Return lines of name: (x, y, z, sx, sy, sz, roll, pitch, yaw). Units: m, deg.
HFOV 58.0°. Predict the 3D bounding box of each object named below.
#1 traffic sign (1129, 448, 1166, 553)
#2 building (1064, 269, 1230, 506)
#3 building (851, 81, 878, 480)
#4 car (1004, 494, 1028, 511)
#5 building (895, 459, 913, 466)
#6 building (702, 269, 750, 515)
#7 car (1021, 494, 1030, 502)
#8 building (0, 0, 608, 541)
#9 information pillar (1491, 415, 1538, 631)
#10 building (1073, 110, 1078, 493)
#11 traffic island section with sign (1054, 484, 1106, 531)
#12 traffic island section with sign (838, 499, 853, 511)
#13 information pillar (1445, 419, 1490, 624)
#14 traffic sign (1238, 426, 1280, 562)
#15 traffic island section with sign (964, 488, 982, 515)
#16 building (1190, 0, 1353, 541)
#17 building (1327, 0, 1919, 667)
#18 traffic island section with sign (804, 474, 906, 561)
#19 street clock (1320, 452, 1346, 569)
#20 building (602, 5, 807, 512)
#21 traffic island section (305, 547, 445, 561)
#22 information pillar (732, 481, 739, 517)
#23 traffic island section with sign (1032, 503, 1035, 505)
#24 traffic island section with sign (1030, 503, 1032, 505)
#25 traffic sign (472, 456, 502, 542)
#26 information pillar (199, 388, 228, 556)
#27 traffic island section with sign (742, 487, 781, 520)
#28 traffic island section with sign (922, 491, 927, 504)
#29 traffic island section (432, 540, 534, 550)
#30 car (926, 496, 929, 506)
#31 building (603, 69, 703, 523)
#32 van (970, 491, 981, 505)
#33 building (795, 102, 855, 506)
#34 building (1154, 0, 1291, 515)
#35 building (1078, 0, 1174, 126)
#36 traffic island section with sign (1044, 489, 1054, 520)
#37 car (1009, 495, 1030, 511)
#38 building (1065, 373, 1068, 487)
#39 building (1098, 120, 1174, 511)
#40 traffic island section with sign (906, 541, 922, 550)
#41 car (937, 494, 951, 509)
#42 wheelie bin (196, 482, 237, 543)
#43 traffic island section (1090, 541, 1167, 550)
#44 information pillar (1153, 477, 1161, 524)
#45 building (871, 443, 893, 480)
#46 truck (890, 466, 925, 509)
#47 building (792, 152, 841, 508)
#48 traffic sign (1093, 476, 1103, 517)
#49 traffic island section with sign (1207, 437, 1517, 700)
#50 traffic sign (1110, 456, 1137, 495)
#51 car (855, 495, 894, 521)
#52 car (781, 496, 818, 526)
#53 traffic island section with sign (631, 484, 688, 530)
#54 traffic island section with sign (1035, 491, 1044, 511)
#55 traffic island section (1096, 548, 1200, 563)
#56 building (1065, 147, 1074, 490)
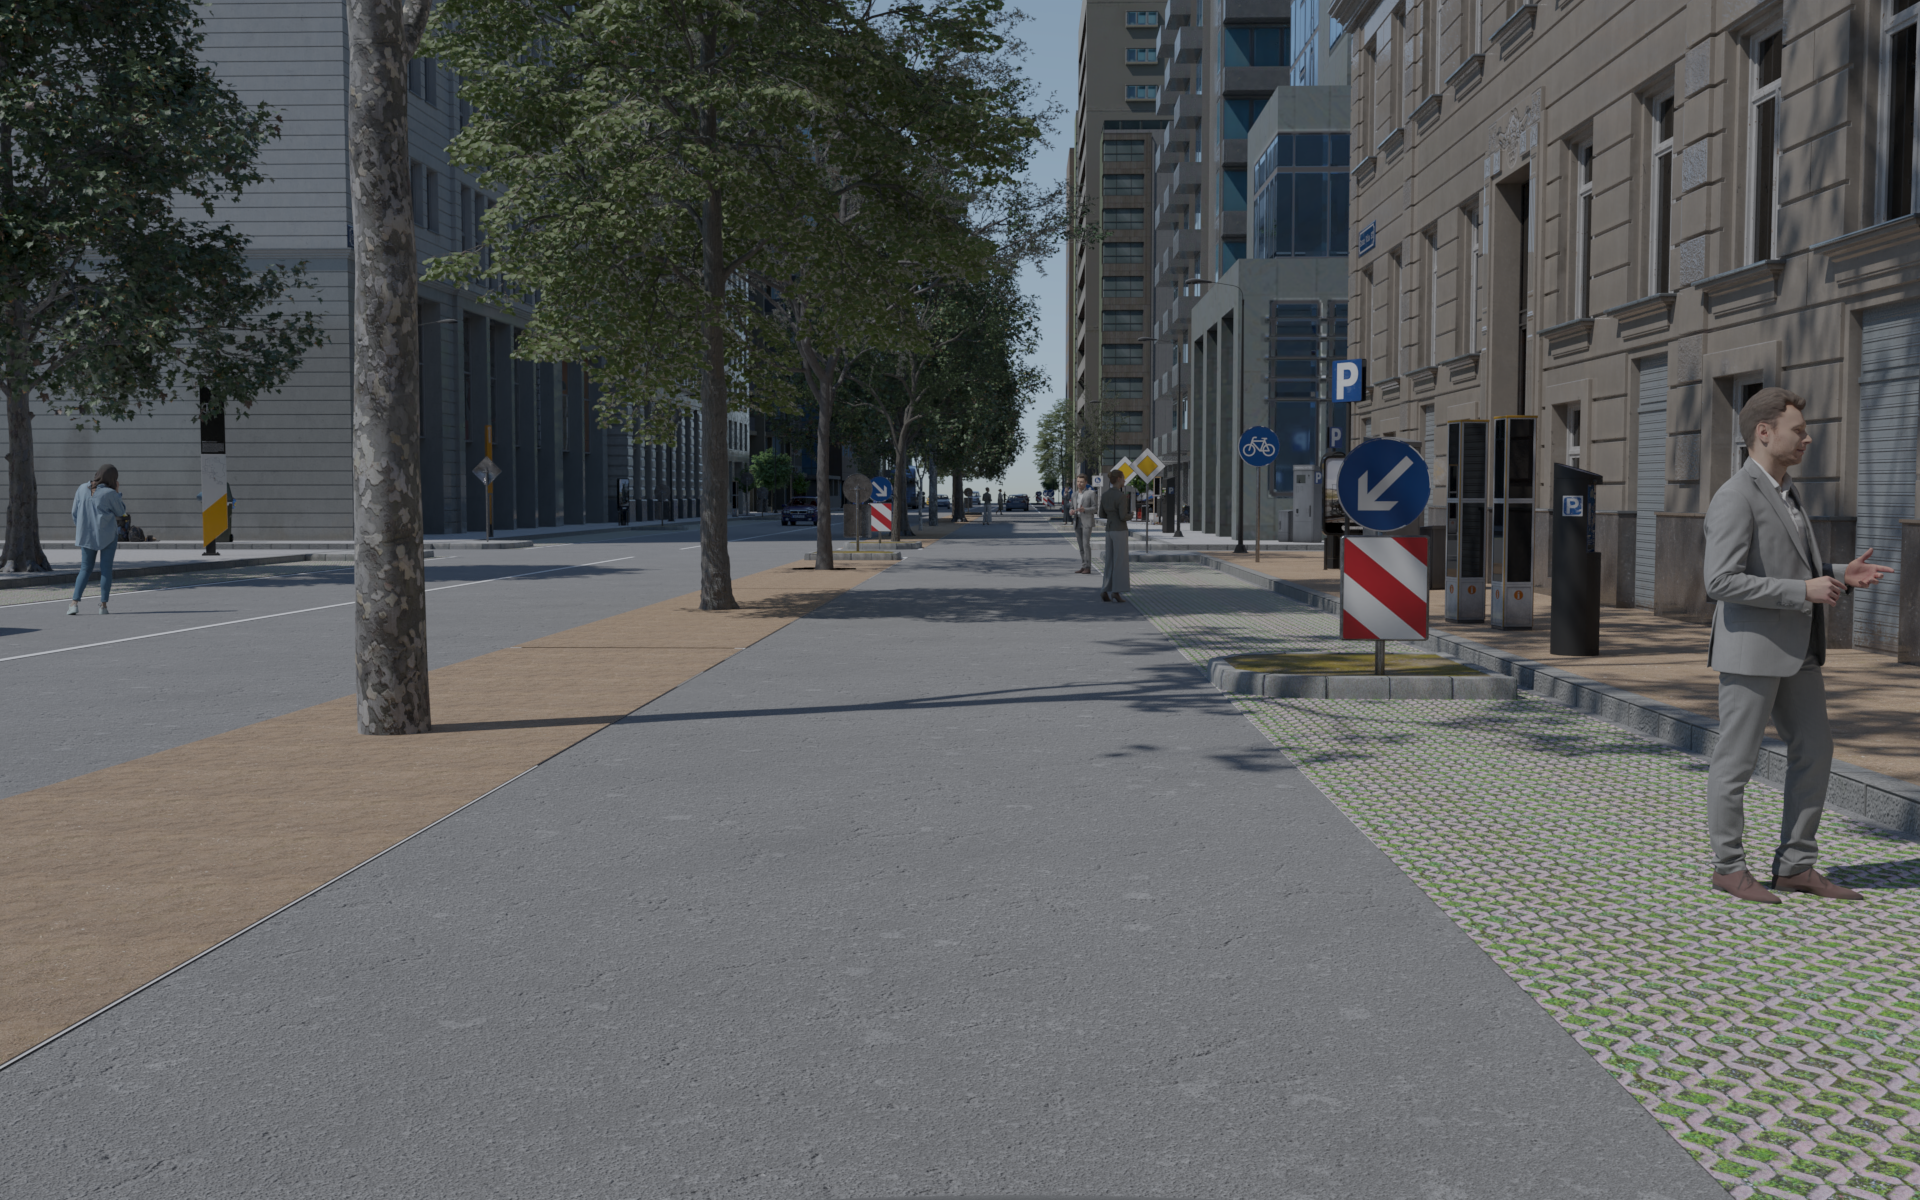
traffic sign: (4.056, -2.074, 37.557, 0.795, 2.450, 0.064, 0, 4, 2)
building: (27.331, -58.087, 262.397, 22.319, 86.520, 31.000, 0, 4, 2)
building: (-24.130, -38.577, 219.969, 28.713, 52.752, 27.495, 0, 4, 2)
car: (4.714, -8.123, 144.819, 2.014, 1.417, 4.499, 0, 4, 3)
building: (-14.864, -36.007, 272.315, 14.154, 41.232, 14.086, 0, 4, 2)
building: (-19.272, -15.296, 104.835, 10.420, 20.320, 16.860, 0, 4, 2)
car: (8.043, -13.137, 223.823, 2.155, 1.783, 4.494, 0, 4, 1)
building: (-21.484, -17.365, 61.405, 11.434, 29.767, 29.804, 0, 4, 2)
information pillar: (5.220, -0.724, 16.330, 0.304, 2.012, 0.304, 0, 4, -5)
building: (19.287, -30.821, 187.518, 14.154, 41.232, 14.086, 0, 4, 2)
traffic island section with sign: (4.802, -3.619, 67.798, 1.989, 1.847, 2.006, 0, 4, 2)
traffic island section with sign: (-9.171, -8.388, 145.771, 1.989, 1.847, 2.006, 0, 4, 2)
information pillar: (5.037, -0.779, 17.222, 0.304, 2.012, 0.304, -1, 4, -10)
traffic sign: (5.586, -1.978, 32.440, 0.768, 2.556, 0.104, 0, 4, 5)
traffic island section with sign: (0.551, -6.878, 120.589, 2.006, 1.907, 1.989, 0, 4, 2)
building: (23.492, -45.448, 55.747, 31.000, 86.520, 22.319, 0, 4, 2)
building: (13.136, -13.798, 22.856, 12.463, 27.353, 25.104, 0, 4, 2)
traffic island section with sign: (-2.315, -1.832, 38.093, 2.006, 1.907, 1.989, 0, 4, 2)
street clock: (6.402, -1.533, 29.635, 0.471, 2.002, 0.358, -2, 4, -29)
building: (-24.084, -29.459, 136.274, 22.147, 44.769, 28.867, 0, 4, 2)
traffic island section: (-12.901, -0.975, 38.226, 2.009, 0.180, 2.903, 0, 4, 2)
information pillar: (-12.664, -5.690, 97.525, 0.304, 2.012, 0.304, 1, 4, 9)
traffic island section with sign: (8.429, -10.005, 172.210, 1.989, 1.847, 2.006, 0, 4, 2)
traffic island section with sign: (10.358, -13.404, 227.783, 1.989, 1.847, 2.006, 0, 4, 2)
traffic sign: (-12.600, -2.599, 46.143, 0.795, 2.450, 0.064, 0, 4, 2)
information pillar: (-15.520, -2.730, 35.987, 0.504, 3.616, 0.183, -1, 4, -18)
traffic island section with sign: (-10.915, -5.319, 95.592, 1.989, 1.847, 2.006, 0, 4, 2)
traffic island section with sign: (-5.368, -15.082, 255.214, 1.989, 1.847, 2.006, 0, 4, 2)
traffic island section: (-12.624, -1.463, 46.206, 2.009, 0.180, 2.903, 0, 4, 2)
car: (-3.189, -12.358, 212.272, 2.015, 1.641, 3.980, 0, 4, 2)
building: (-19.276, -15.748, 86.362, 11.050, 23.489, 19.941, 0, 4, 2)
van: (1.937, -14.015, 236.151, 2.013, 2.044, 4.112, 0, 4, 4)
building: (-18.688, -32.550, 182.300, 14.600, 45.320, 14.200, 0, 4, 2)
building: (22.833, -29.251, 97.860, 23.786, 49.044, 30.456, 0, 4, 2)
building: (21.499, -32.471, 154.598, 21.300, 48.544, 21.600, 0, 4, 2)
traffic island section with sign: (5.742, -5.269, 94.784, 1.989, 1.847, 2.006, 0, 4, 2)
car: (5.059, -8.359, 149.250, 1.945, 1.354, 3.894, 0, 4, 1)
building: (25.376, -37.489, 236.639, 21.300, 48.544, 21.600, 0, 4, 2)
building: (17.927, -22.329, 136.776, 14.160, 30.474, 14.107, 0, 4, 2)
traffic island section with sign: (-2.048, -2.285, 45.496, 2.006, 1.907, 1.989, 0, 4, 2)
car: (-1.819, -9.473, 166.892, 2.014, 1.417, 4.499, 0, 3, 0)
wheelie bin: (-19.699, -2.320, 45.841, 0.980, 1.594, 0.693, -3, 5, -41)
traffic island section: (4.357, -1.427, 45.613, 2.009, 0.180, 2.903, 0, 4, 2)
information pillar: (8.449, -4.266, 74.246, 0.304, 2.012, 0.304, 0, 4, 5)
building: (-19.978, -38.487, 248.877, 23.786, 49.044, 30.456, 0, 4, 2)
truck: (-5.096, -11.064, 170.647, 2.967, 4.110, 18.799, 0, 4, 2)
building: (-27.987, -28.832, 163.286, 32.217, 40.220, 23.993, 0, 4, 2)
traffic sign: (7.772, -5.848, 97.752, 0.606, 2.300, 0.079, 0, 4, 5)
traffic island section with sign: (2.899, -0.265, 12.954, 1.989, 1.847, 2.006, 0, 4, 2)
traffic sign: (4.334, -2.562, 45.537, 0.795, 2.450, 0.064, 0, 4, 2)
car: (-3.443, -3.695, 72.420, 2.014, 1.417, 4.499, 0, 4, 2)
car: (-7.135, -4.091, 79.466, 1.945, 1.354, 3.894, 0, 4, 3)
traffic island section with sign: (-11.851, -3.671, 68.653, 1.989, 1.847, 2.006, 0, 4, 2)
traffic island section with sign: (7.477, -8.335, 144.911, 1.989, 1.847, 2.006, 0, 4, 2)
traffic island section: (4.080, -0.939, 37.633, 2.009, 0.180, 2.903, 0, 4, 2)
building: (20.440, -34.761, 218.458, 14.600, 45.320, 14.200, 0, 4, 2)
